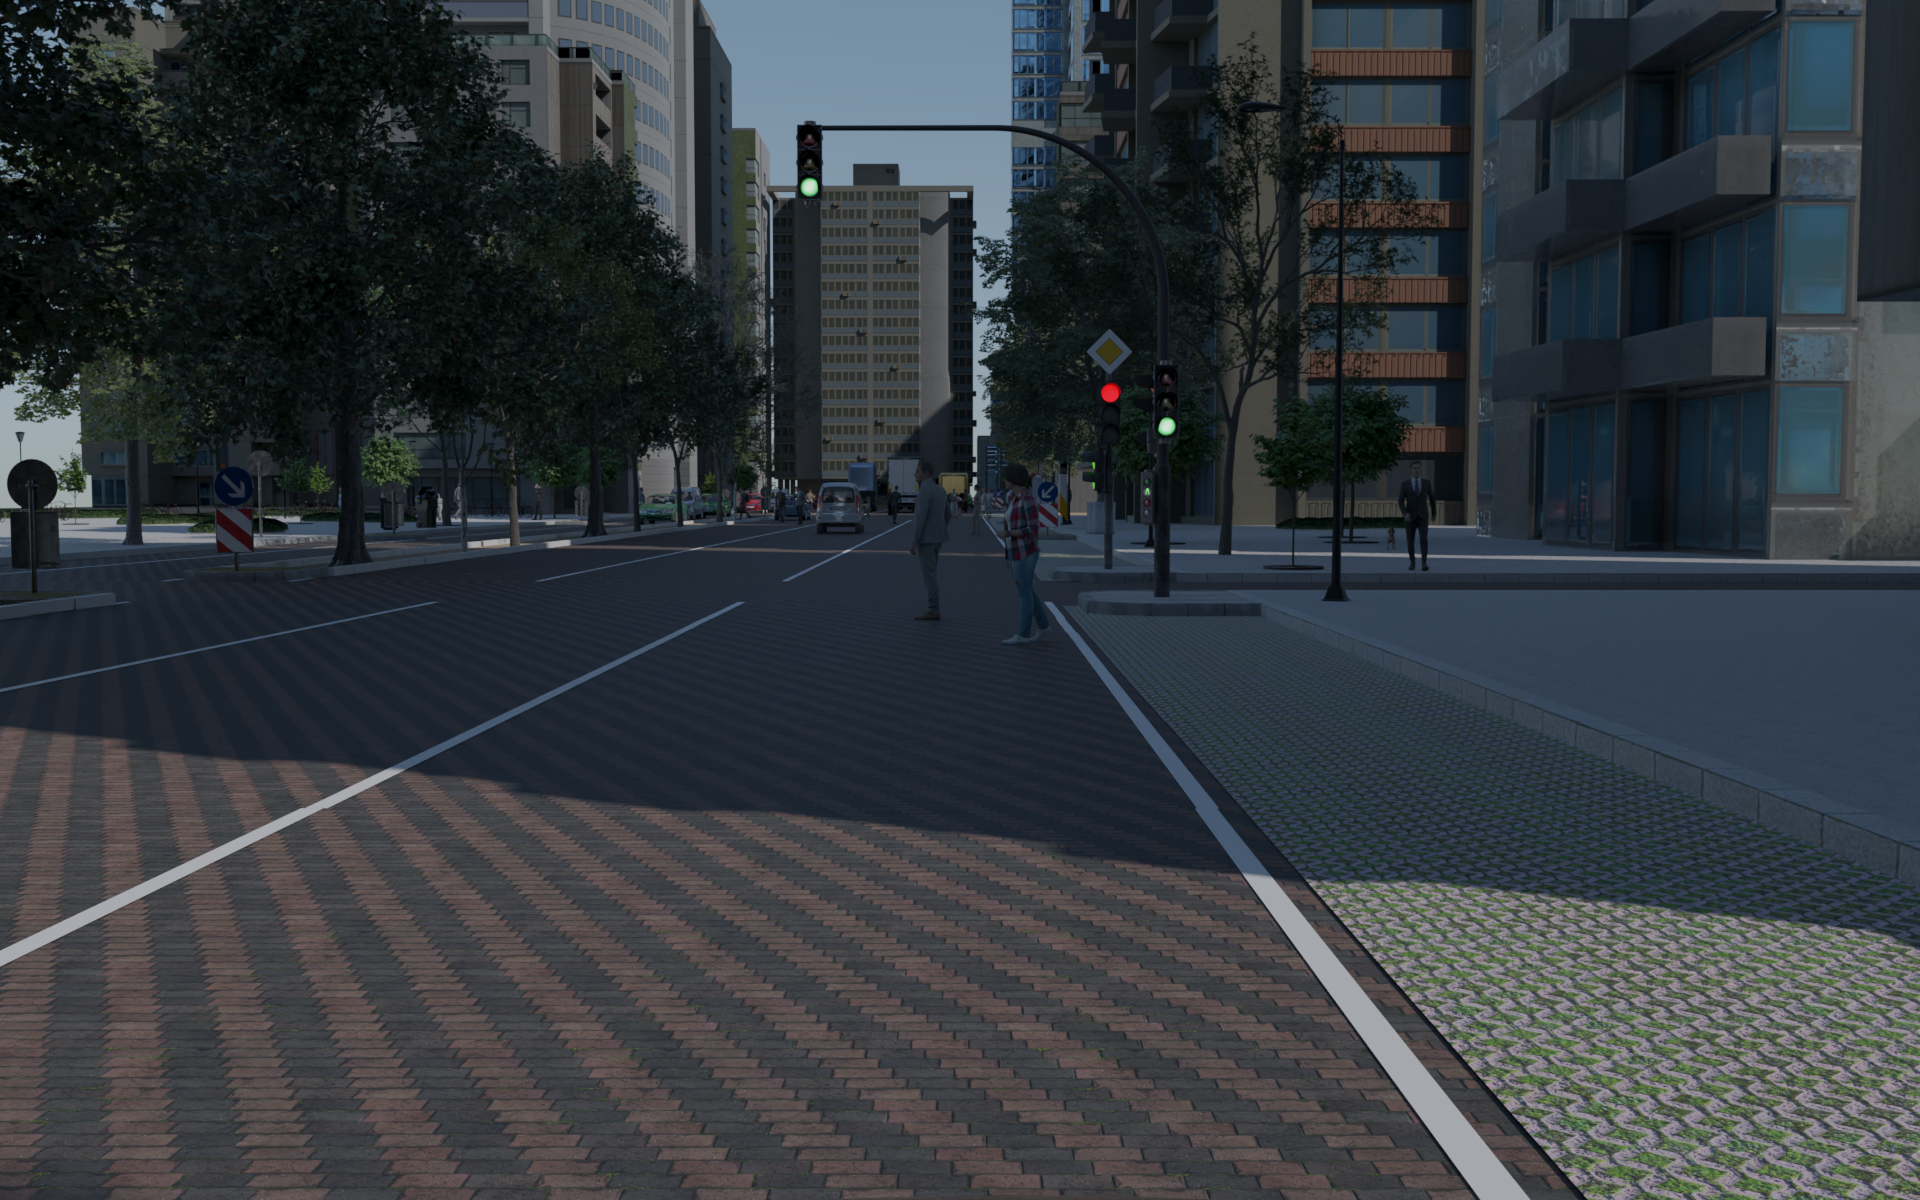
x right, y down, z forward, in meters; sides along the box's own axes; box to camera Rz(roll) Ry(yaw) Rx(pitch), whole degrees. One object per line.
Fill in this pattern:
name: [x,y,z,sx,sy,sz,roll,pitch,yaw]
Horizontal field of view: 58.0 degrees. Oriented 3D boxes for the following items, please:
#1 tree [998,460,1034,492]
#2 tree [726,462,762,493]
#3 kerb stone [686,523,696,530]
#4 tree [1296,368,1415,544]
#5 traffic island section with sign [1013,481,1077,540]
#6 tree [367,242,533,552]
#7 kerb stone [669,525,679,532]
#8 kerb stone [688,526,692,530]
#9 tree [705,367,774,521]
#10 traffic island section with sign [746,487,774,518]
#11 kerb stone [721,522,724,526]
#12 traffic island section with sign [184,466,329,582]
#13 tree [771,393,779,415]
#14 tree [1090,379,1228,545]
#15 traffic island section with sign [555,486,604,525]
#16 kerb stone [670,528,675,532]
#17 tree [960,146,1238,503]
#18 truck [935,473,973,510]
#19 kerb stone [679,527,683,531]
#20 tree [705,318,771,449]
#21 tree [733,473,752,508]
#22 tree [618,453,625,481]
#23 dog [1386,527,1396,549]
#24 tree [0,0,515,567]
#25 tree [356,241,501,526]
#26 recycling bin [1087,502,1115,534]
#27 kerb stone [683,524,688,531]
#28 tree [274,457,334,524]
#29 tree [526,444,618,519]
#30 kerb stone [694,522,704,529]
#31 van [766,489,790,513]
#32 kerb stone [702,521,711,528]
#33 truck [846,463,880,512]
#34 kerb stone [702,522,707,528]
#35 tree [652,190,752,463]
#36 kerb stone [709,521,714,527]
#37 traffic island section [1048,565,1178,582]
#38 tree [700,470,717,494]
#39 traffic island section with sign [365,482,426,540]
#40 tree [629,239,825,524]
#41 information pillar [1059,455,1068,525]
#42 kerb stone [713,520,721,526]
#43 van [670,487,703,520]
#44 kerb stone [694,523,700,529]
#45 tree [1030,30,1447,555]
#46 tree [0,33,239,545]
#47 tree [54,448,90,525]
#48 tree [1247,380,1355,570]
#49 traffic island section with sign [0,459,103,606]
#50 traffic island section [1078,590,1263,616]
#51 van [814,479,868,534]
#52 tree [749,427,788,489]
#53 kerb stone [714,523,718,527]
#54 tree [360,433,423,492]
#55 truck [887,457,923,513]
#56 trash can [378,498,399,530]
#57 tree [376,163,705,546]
tree: [5.554,-12.097,181.500,4.285,4.588,4.351,0,3,0]
tree: [-20.751,-11.165,166.267,4.285,4.588,4.351,0,3,0]
kerb stone: [-10.855,-2.901,69.629,0.120,0.150,1.000,0,4,0]
tree: [10.195,-3.770,45.354,4.285,4.588,4.351,0,3,0]
traffic island section with sign: [2.626,-2.809,54.547,1.989,1.847,2.006,0,4,0]
tree: [-11.587,-5.342,40.155,4.737,8.622,4.395,0,3,0]
kerb stone: [-10.875,-2.649,65.534,0.120,0.150,1.000,0,4,0]
kerb stone: [-10.862,-2.839,68.606,0.120,0.150,1.000,0,4,0]
tree: [-11.898,-8.481,91.490,4.360,8.622,3.978,0,3,0]
traffic island section with sign: [-11.799,-5.891,104.452,2.006,1.907,1.989,0,4,0]
kerb stone: [-10.830,-3.404,77.842,0.120,0.150,1.000,0,4,0]
traffic island section with sign: [-12.013,-1.295,29.314,2.006,1.907,1.989,0,4,0]
tree: [-11.682,-8.302,72.605,8.767,10.594,7.601,0,4,0]
tree: [5.022,-3.712,44.402,4.285,4.588,4.351,0,3,0]
traffic island section with sign: [-17.904,-4.468,81.680,1.989,1.847,2.006,0,4,0]
kerb stone: [-10.872,-2.588,64.511,0.120,0.150,1.000,0,4,0]
tree: [5.133,-9.562,62.989,9.857,13.997,8.962,0,3,0]
truck: [-0.558,-9.836,156.735,3.469,3.379,9.791,0,4,0]
kerb stone: [-10.871,-2.713,66.556,0.120,0.150,1.000,0,4,0]
tree: [-11.988,-7.808,64.527,8.767,10.594,7.601,0,4,0]
tree: [-20.425,-10.191,161.229,1.663,3.219,1.824,0,3,0]
tree: [-20.776,-7.042,98.852,4.285,4.588,4.351,0,3,0]
dog: [10.058,-1.440,40.370,0.406,0.507,0.540,-2,4,-26]
tree: [-11.586,-6.930,32.770,9.611,12.733,9.660,0,3,0]
tree: [-20.767,-8.776,69.246,9.928,11.665,9.643,0,3,0]
recycling bin: [4.529,-2.636,55.659,0.722,1.027,0.722,-1,4,-18]
kerb stone: [-10.865,-2.768,67.585,0.120,0.150,1.000,0,4,0]
tree: [-28.196,-4.860,74.065,1.663,3.219,1.824,0,3,0]
tree: [-20.773,-6.433,88.895,4.285,4.588,4.351,0,3,0]
kerb stone: [-10.850,-3.026,71.677,0.120,0.150,1.000,0,4,0]
van: [-14.028,-7.770,134.050,2.013,2.044,4.112,0,4,0]
kerb stone: [-10.846,-3.152,73.729,0.120,0.150,1.000,0,4,0]
truck: [-8.283,-9.373,143.005,2.967,4.110,18.799,0,4,-1]
kerb stone: [-10.851,-3.089,72.700,0.120,0.150,1.000,0,4,0]
tree: [-11.783,-8.337,55.772,9.611,12.733,9.660,0,3,0]
kerb stone: [-10.847,-3.213,74.753,0.120,0.150,1.000,0,4,0]
traffic island section: [2.554,-0.448,29.610,2.009,0.180,2.903,0,4,0]
tree: [-20.394,-8.927,140.565,1.663,3.219,1.824,0,3,0]
traffic island section with sign: [-17.983,-2.811,54.585,1.989,1.847,2.006,0,4,0]
tree: [-11.572,-10.412,83.070,12.009,13.543,11.850,0,3,0]
information pillar: [4.272,-4.917,71.752,0.183,3.616,0.504,3,5,42]
kerb stone: [-10.837,-3.340,76.808,0.120,0.150,1.000,0,4,0]
van: [-15.496,-5.515,97.180,2.013,2.044,4.112,0,4,1]
kerb stone: [-10.855,-2.960,70.651,0.120,0.150,1.000,0,4,0]
tree: [5.517,-6.207,35.905,8.767,10.594,7.601,1,4,9]
tree: [-21.148,-7.693,43.908,7.486,12.596,7.792,0,3,0]
tree: [-37.106,-4.774,72.664,1.663,3.219,1.824,0,3,0]
tree: [5.661,-2.147,29.701,1.663,3.219,1.824,0,3,0]
traffic island section with sign: [-12.044,-0.842,21.907,2.006,1.907,1.989,0,4,0]
traffic island section: [2.530,0.040,21.625,2.009,0.180,2.903,0,4,0]
van: [-4.422,-3.497,64.183,2.013,2.044,4.112,0,4,-1]
tree: [-19.898,-13.884,177.369,4.737,8.622,4.395,0,3,0]
kerb stone: [-10.839,-3.277,75.778,0.120,0.150,1.000,0,4,0]
tree: [-28.553,-6.286,86.488,4.285,4.588,4.351,0,3,0]
truck: [-4.184,-8.951,135.266,2.839,4.237,11.283,0,4,0]
trash can: [-20.302,-3.056,61.612,0.748,1.137,0.748,0,3,0]
tree: [-11.893,-6.700,46.409,8.767,10.594,7.601,0,4,0]
